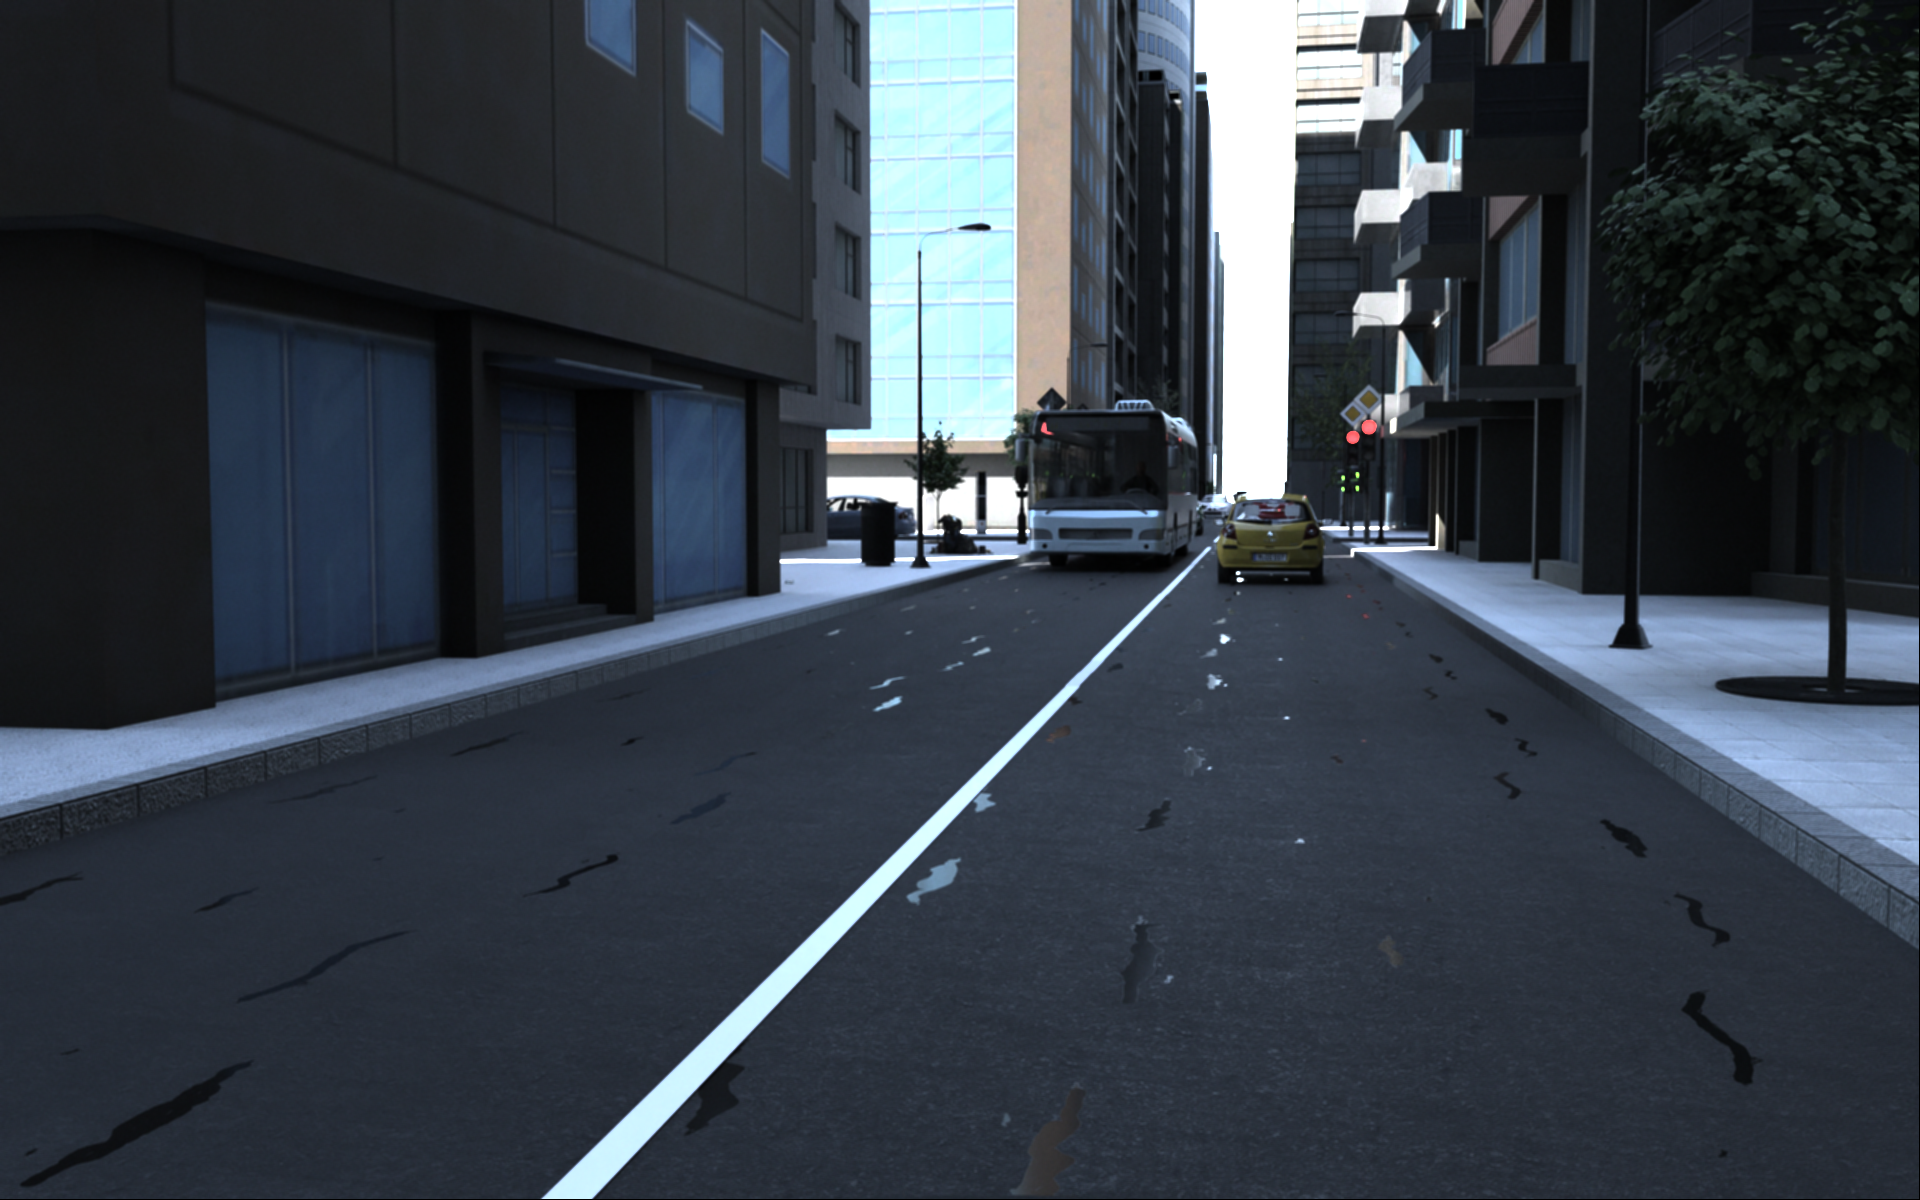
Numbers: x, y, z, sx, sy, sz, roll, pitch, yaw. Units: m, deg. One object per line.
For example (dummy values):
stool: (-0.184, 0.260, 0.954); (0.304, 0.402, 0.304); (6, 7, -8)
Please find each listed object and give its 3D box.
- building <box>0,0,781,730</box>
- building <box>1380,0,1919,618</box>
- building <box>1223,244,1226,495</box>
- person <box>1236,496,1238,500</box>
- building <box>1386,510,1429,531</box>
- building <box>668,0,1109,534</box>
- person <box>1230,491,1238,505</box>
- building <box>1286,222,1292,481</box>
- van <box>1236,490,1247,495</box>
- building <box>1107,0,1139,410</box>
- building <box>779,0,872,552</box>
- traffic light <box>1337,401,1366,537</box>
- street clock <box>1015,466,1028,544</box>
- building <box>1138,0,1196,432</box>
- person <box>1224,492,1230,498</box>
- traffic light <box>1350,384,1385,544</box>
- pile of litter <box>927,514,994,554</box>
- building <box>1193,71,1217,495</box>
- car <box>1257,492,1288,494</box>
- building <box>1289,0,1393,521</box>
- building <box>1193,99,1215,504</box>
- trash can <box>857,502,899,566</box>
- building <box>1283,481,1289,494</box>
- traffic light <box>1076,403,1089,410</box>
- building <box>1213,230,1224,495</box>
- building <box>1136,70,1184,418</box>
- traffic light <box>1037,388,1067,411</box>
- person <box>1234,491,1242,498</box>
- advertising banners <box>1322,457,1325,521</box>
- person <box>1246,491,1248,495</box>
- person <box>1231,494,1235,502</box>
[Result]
building: (-9.944, -22.363, 15.750); (14.600, 45.320, 14.200); (1, 4, 10)
building: (18.846, -22.792, 27.282); (22.147, 44.769, 28.867); (1, 4, 10)
building: (35.030, -36.272, 276.642); (14.154, 41.232, 14.086); (1, 4, 10)
person: (36.798, -13.356, 230.062); (0.799, 1.438, 0.628); (2, 4, 29)
building: (29.576, -26.968, 60.530); (30.456, 49.044, 23.786); (1, 4, 10)
building: (-1.799, -25.472, 66.577); (14.600, 45.320, 14.200); (1, 4, 10)
person: (35.515, -13.177, 223.952); (1.348, 1.824, 0.705); (2, 4, 33)
building: (58.951, -38.195, 274.596); (14.600, 45.320, 14.200); (1, 4, 10)
van: (43.601, -16.141, 268.291); (2.240, 2.365, 5.245); (1, 4, 8)
building: (1.091, -39.925, 91.025); (20.563, 71.187, 20.611); (1, 4, 10)
building: (-9.692, -21.747, 39.164); (14.086, 41.232, 14.154); (1, 4, 10)
traffic light: (11.792, -3.870, 52.189); (0.839, 4.253, 0.868); (1, 4, 10)
street clock: (1.590, -2.436, 44.397); (0.358, 2.002, 0.471); (-1, 4, -18)
building: (8.205, -36.724, 142.435); (21.231, 58.520, 28.212); (1, 4, 10)
person: (31.152, -11.781, 201.917); (0.742, 1.727, 0.445); (0, 4, -4)
traffic light: (10.418, -3.389, 44.323); (0.839, 4.253, 0.868); (1, 4, 10)
pile of litter: (-0.080, -1.431, 37.364); (1.176, 0.858, 1.719); (-3, 5, -45)
building: (24.659, -56.688, 239.518); (22.319, 86.520, 31.000); (1, 4, 10)
car: (11.365, -3.305, 63.080); (2.155, 1.783, 4.494); (1, 4, 8)
building: (24.155, -24.763, 88.463); (14.154, 41.232, 14.086); (1, 4, 10)
building: (20.960, -33.268, 194.038); (14.600, 45.320, 14.200); (1, 4, 10)
trash can: (-1.464, -1.177, 30.890); (0.748, 1.137, 0.748); (0, 3, 0)
building: (64.336, -34.397, 254.278); (32.217, 40.220, 23.993); (1, 4, 10)
traffic light: (3.799, -3.954, 53.564); (0.839, 4.253, 0.868); (1, 4, 10)
building: (32.071, -35.404, 262.451); (14.154, 41.232, 14.086); (1, 4, 10)
building: (8.005, -21.277, 119.577); (14.160, 30.474, 14.107); (1, 4, 10)
traffic light: (2.425, -3.473, 45.698); (0.839, 4.253, 0.868); (1, 4, 10)
person: (34.905, -12.707, 216.276); (1.348, 1.821, 0.705); (1, 4, 21)
advertising banners: (15.787, -4.834, 75.231); (0.090, 3.025, 2.074); (1, 4, 12)
person: (42.056, -14.975, 253.276); (0.705, 1.831, 1.348); (3, 4, 38)
person: (36.559, -13.443, 231.489); (0.799, 1.438, 0.628); (-1, 4, -19)
